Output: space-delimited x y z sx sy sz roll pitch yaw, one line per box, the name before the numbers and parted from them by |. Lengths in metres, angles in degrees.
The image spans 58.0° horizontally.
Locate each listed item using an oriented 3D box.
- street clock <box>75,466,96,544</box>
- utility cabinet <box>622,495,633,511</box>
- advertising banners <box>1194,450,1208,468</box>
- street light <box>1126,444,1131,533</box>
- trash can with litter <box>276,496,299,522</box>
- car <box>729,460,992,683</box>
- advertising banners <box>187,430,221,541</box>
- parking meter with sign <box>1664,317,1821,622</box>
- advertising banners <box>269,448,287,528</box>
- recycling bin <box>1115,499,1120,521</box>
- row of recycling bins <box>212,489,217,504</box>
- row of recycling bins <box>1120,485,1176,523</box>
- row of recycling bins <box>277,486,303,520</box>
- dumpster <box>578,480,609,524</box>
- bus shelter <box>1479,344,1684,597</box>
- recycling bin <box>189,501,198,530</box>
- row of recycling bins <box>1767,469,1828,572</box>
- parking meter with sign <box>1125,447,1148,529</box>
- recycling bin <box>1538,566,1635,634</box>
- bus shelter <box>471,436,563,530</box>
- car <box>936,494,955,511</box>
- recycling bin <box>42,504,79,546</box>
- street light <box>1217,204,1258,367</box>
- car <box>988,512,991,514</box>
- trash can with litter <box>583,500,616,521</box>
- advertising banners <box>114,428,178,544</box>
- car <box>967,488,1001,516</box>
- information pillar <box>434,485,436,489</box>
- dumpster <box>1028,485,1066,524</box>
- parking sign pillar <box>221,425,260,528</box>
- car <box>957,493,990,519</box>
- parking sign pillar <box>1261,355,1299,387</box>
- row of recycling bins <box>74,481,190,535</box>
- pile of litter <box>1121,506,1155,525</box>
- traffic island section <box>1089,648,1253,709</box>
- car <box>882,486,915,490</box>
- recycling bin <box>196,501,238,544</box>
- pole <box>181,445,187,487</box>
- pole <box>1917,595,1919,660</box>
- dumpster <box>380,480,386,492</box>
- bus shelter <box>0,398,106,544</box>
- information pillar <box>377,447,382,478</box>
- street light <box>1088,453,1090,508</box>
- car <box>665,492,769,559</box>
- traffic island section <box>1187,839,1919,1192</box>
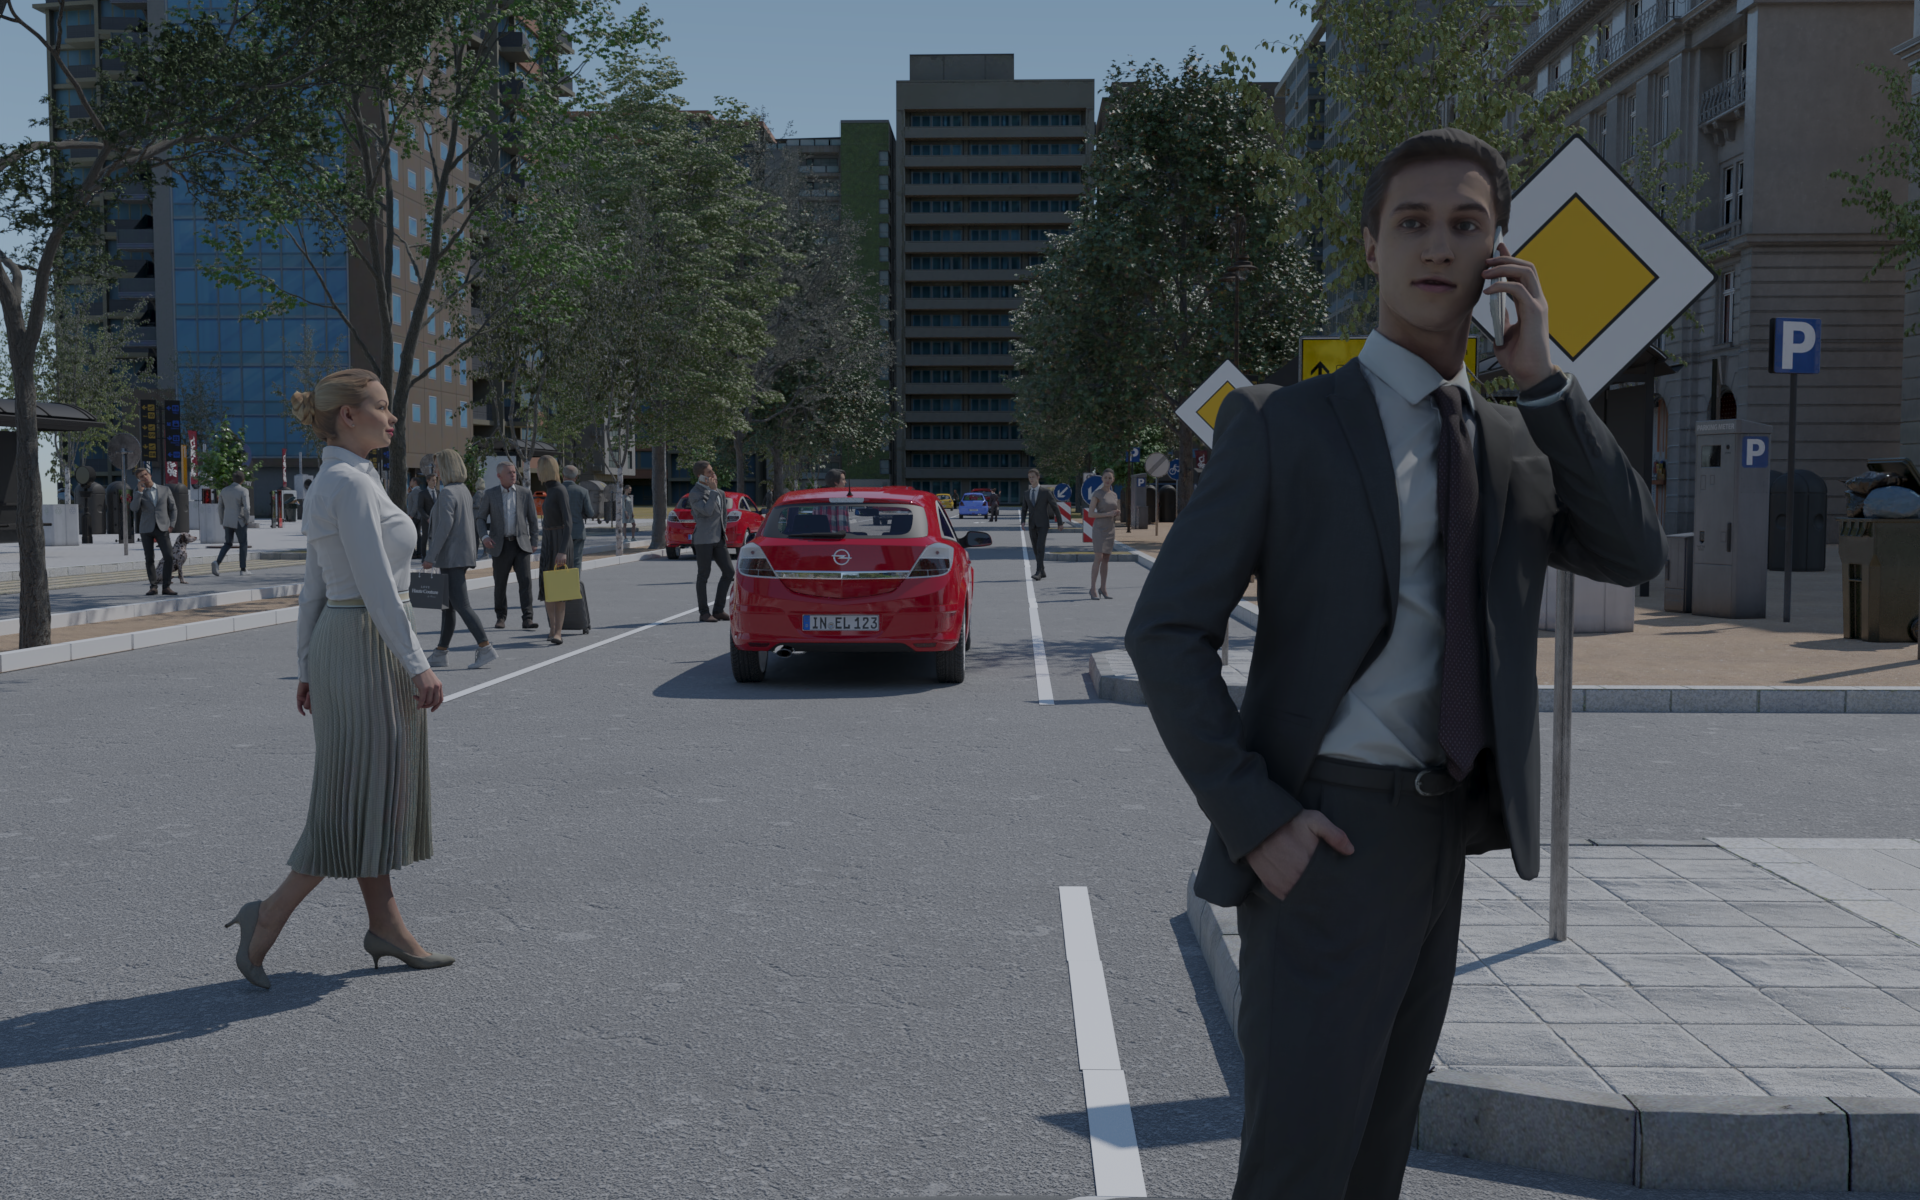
street clock | -22.538 -2.453 44.671 0.471 2.002 0.358 1 4 15
utility cabinet | -16.636 -4.566 85.818 0.306 1.237 1.020 2 4 29
advertising banners | 10.329 -4.437 68.730 2.074 3.025 0.090 1 4 8
street light | 5.597 -5.167 57.275 0.468 5.910 1.993 0 4 2
trash can with litter | -30.645 -4.120 78.745 0.624 1.170 1.055 3 5 44
car | -0.807 -0.342 14.635 2.155 1.783 4.494 0 4 1
advertising banners | -20.951 -3.180 48.176 0.090 3.025 2.074 0 4 2
parking meter with sign | 8.050 -1.332 18.032 0.543 3.016 1.738 -1 4 -16
advertising banners | -25.720 -4.234 65.411 0.090 3.025 2.074 0 4 -4
recycling bin | 7.375 -4.341 83.532 0.722 1.027 0.722 -2 4 -27
row of recycling bins | -33.805 -4.484 80.428 1.069 1.692 3.534 -3 5 -42
row of recycling bins | 8.965 -4.352 78.262 3.534 1.692 1.069 -1 4 -17
row of recycling bins | -32.422 -4.880 86.901 3.534 1.692 1.069 -1 4 -16
dumpster | -15.834 -4.198 74.401 1.264 1.857 1.865 0 4 2
bus shelter | 7.921 -1.841 24.016 2.014 3.302 5.546 0 4 2
recycling bin | -27.485 -3.034 62.156 0.722 1.027 0.722 0 4 -7
row of recycling bins | 13.997 -1.414 30.235 1.069 1.692 3.534 0 4 2
parking meter with sign | 6.553 -4.126 63.713 0.543 3.016 1.738 -1 4 -9
recycling bin | 5.838 -0.229 16.303 0.722 1.027 0.722 -1 4 -17
bus shelter | -16.244 -4.255 63.486 2.014 3.302 5.546 0 4 2
car | -1.433 -8.427 148.000 2.015 1.641 3.980 0 4 1
recycling bin | -22.321 -1.851 42.816 0.722 1.027 0.722 2 4 30
street light | 4.464 -3.378 28.014 0.468 5.910 1.993 0 4 2
car | 1.470 -7.155 128.786 2.131 1.459 4.920 0 4 1
trash can with litter | -16.786 -4.358 82.303 2.233 1.210 1.678 0 4 1
advertising banners | -21.248 -3.008 45.375 0.090 3.025 2.074 2 4 26
car | 1.561 -6.580 116.261 2.281 1.827 5.304 0 4 3
information pillar | -25.042 -4.757 82.276 0.304 2.012 0.304 -2 4 -26
dumpster | 4.113 -4.485 81.551 1.865 1.857 1.264 0 4 0
parking sign pillar | -27.266 -4.706 65.410 1.447 3.967 1.447 1 4 13
car | 0.791 -5.563 100.549 1.945 1.707 3.694 0 4 1
parking sign pillar | 5.783 -2.568 30.456 1.447 3.967 1.447 2 4 34
row of recycling bins | -26.707 -2.990 55.999 1.069 1.692 3.534 3 5 40
pile of litter | 7.483 -3.577 72.454 1.176 0.858 1.719 -2 4 -24
traffic island section | 2.005 0.569 12.985 2.009 0.180 2.903 0 4 2
car | -2.868 -4.415 80.862 2.281 1.827 5.304 0 4 4
recycling bin | -19.276 -1.989 45.070 0.722 1.027 0.722 3 4 38
pole | -32.237 -4.781 72.009 0.158 3.312 0.155 0 3 0
pole | 7.532 -1.191 13.324 0.158 3.312 0.155 0 3 0
dumpster | -19.244 -3.201 54.824 1.502 2.255 1.985 0 4 2
bus shelter | -20.134 -2.572 35.975 2.014 3.302 5.546 0 4 2
information pillar | -22.174 -4.572 66.115 0.183 3.616 0.504 0 4 0
street light | 6.480 -6.958 86.545 0.468 5.910 1.993 0 4 2
car | -5.463 -1.860 39.448 2.155 1.783 4.494 0 4 3
traffic island section | 1.744 1.057 5.005 2.009 0.180 2.903 0 4 2
